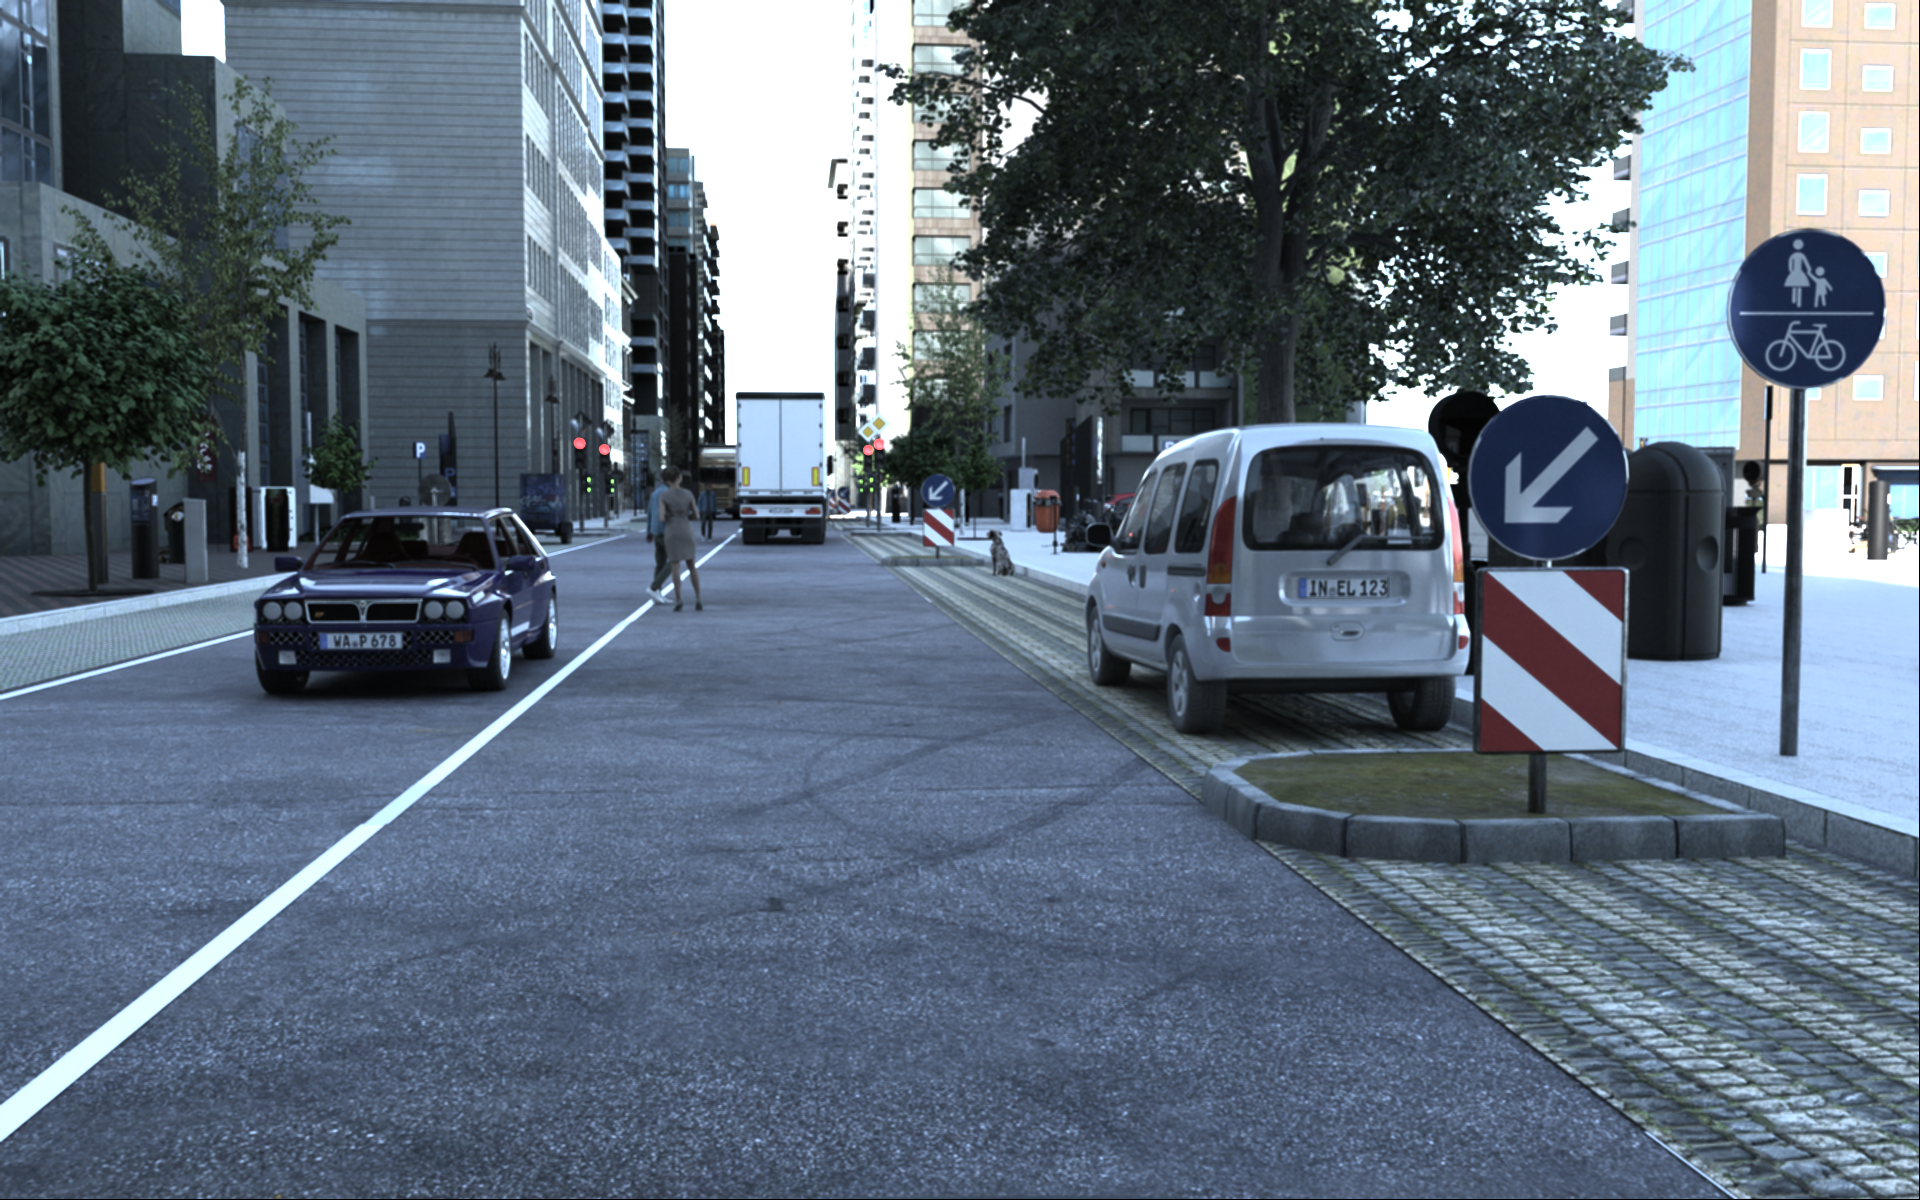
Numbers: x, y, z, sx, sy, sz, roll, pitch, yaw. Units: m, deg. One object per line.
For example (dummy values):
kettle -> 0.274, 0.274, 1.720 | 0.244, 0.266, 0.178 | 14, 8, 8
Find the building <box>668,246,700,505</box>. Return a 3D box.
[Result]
building -> -37.364, -26.142, 199.130 | 14.160, 30.474, 14.107 | 0, 4, -6

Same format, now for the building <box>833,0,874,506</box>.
building -> -3.336, -54.337, 201.075 | 22.319, 86.520, 31.000 | 0, 4, -6

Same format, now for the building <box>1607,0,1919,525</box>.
building -> 39.334, -26.130, 77.343 | 14.200, 45.320, 14.600 | 0, 4, -6

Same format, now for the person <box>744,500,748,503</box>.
person -> -17.488, -8.090, 140.867 | 0.778, 1.811, 0.616 | -3, 4, -37

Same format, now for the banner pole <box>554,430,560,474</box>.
banner pole -> -15.896, -4.788, 68.296 | 0.401, 3.779, 0.863 | -3, 4, -36

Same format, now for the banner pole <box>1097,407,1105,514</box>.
banner pole -> 4.066, -3.660, 49.853 | 0.401, 3.779, 0.863 | 1, 4, 21

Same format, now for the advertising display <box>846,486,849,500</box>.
advertising display -> -8.965, -8.133, 138.184 | 0.123, 1.923, 0.974 | -1, 4, -14

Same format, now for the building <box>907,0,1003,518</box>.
building -> 3.799, -20.086, 100.110 | 14.160, 30.474, 14.107 | 0, 4, -6

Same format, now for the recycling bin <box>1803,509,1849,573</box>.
recycling bin -> 14.186, -0.982, 28.617 | 0.722, 1.027, 0.722 | 1, 4, 11

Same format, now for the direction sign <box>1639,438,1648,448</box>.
direction sign -> 27.716, -4.788, 70.284 | 0.379, 3.537, 0.876 | 3, 5, 41

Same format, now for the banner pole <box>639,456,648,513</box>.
banner pole -> -20.972, -7.626, 114.700 | 0.863, 3.779, 0.401 | 2, 4, 28

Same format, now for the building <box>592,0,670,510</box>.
building -> -37.108, -51.430, 153.549 | 22.319, 86.520, 31.000 | 0, 4, -6

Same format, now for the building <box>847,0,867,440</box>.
building -> -7.066, -48.995, 239.318 | 20.563, 71.187, 20.611 | 0, 4, -6

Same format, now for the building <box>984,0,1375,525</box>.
building -> 8.649, -23.831, 73.226 | 14.086, 41.232, 14.154 | 0, 4, -6

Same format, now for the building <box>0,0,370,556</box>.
building -> -33.922, -44.627, 42.330 | 31.000, 86.520, 22.319 | 0, 4, -6

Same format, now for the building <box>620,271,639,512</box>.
building -> -28.604, -15.716, 121.580 | 10.561, 19.102, 19.286 | 0, 4, -6

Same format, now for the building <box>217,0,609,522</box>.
building -> -23.515, -18.514, 80.201 | 11.434, 29.767, 29.804 | 0, 4, -6

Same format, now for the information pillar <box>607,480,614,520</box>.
information pillar -> -17.209, -4.931, 85.111 | 0.304, 2.012, 0.304 | 3, 4, 37

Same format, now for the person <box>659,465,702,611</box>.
person -> -3.430, -0.757, 21.217 | 0.599, 1.781, 0.374 | -2, 4, -27

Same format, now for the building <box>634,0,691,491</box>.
building -> -38.823, -45.350, 179.732 | 20.563, 71.187, 20.611 | 0, 4, -6

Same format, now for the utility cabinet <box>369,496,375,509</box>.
utility cabinet -> -42.755, -7.032, 126.137 | 0.306, 1.237, 1.020 | -1, 4, -19

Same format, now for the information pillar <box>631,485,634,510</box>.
information pillar -> -26.372, -8.234, 139.119 | 0.304, 2.012, 0.304 | -1, 4, -15

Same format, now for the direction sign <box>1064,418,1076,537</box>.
direction sign -> 3.311, -3.658, 51.799 | 0.379, 3.537, 0.876 | -1, 4, -14

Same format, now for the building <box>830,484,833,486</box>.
building -> -7.096, -36.611, 290.475 | 32.217, 40.220, 23.993 | 0, 4, -6

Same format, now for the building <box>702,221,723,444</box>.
building -> -48.263, -37.545, 268.479 | 22.147, 44.769, 28.867 | 0, 4, -6

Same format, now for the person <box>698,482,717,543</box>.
person -> -7.474, -2.592, 51.229 | 0.601, 1.785, 0.444 | -1, 4, -16

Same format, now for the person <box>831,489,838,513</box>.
person -> -8.867, -6.949, 122.391 | 0.850, 1.792, 0.678 | -1, 4, -10

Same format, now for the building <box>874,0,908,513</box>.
building -> 4.126, -35.874, 128.539 | 21.231, 58.520, 28.212 | 0, 4, -6

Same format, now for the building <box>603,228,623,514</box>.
building -> -26.324, -15.221, 103.613 | 10.420, 20.320, 16.860 | 0, 4, -6

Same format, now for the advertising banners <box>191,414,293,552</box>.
advertising banners -> -15.874, -2.573, 38.259 | 2.074, 3.025, 0.090 | -1, 4, -12

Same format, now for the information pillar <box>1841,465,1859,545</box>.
information pillar -> 22.326, -2.384, 43.470 | 0.304, 2.012, 0.304 | -3, 5, -41

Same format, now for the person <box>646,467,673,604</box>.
person -> -3.887, -0.837, 22.532 | 0.444, 1.785, 0.601 | -1, 4, -22

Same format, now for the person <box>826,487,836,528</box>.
person -> -5.436, -3.770, 70.893 | 0.466, 1.731, 0.760 | 3, 5, 43

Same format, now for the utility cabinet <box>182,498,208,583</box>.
utility cabinet -> -11.228, -0.874, 25.454 | 0.306, 1.237, 1.020 | -1, 4, -22

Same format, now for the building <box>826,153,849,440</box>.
building -> -5.558, -41.296, 264.421 | 28.713, 52.752, 27.495 | 0, 4, -6

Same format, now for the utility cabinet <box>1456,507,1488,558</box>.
utility cabinet -> 10.403, -1.589, 34.665 | 0.318, 1.500, 1.173 | -1, 4, -19

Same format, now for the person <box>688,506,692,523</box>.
person -> -13.258, -4.519, 84.987 | 0.503, 1.515, 0.523 | 2, 4, 35

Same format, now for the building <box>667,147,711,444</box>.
building -> -45.959, -37.873, 238.824 | 23.786, 49.044, 30.456 | 0, 4, -6

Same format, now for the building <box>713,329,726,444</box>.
building -> -46.558, -31.743, 290.705 | 14.160, 30.474, 14.107 | 0, 4, -6

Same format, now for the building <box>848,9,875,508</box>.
building -> 1.027, -33.775, 171.832 | 23.786, 49.044, 30.456 | 0, 4, -6
